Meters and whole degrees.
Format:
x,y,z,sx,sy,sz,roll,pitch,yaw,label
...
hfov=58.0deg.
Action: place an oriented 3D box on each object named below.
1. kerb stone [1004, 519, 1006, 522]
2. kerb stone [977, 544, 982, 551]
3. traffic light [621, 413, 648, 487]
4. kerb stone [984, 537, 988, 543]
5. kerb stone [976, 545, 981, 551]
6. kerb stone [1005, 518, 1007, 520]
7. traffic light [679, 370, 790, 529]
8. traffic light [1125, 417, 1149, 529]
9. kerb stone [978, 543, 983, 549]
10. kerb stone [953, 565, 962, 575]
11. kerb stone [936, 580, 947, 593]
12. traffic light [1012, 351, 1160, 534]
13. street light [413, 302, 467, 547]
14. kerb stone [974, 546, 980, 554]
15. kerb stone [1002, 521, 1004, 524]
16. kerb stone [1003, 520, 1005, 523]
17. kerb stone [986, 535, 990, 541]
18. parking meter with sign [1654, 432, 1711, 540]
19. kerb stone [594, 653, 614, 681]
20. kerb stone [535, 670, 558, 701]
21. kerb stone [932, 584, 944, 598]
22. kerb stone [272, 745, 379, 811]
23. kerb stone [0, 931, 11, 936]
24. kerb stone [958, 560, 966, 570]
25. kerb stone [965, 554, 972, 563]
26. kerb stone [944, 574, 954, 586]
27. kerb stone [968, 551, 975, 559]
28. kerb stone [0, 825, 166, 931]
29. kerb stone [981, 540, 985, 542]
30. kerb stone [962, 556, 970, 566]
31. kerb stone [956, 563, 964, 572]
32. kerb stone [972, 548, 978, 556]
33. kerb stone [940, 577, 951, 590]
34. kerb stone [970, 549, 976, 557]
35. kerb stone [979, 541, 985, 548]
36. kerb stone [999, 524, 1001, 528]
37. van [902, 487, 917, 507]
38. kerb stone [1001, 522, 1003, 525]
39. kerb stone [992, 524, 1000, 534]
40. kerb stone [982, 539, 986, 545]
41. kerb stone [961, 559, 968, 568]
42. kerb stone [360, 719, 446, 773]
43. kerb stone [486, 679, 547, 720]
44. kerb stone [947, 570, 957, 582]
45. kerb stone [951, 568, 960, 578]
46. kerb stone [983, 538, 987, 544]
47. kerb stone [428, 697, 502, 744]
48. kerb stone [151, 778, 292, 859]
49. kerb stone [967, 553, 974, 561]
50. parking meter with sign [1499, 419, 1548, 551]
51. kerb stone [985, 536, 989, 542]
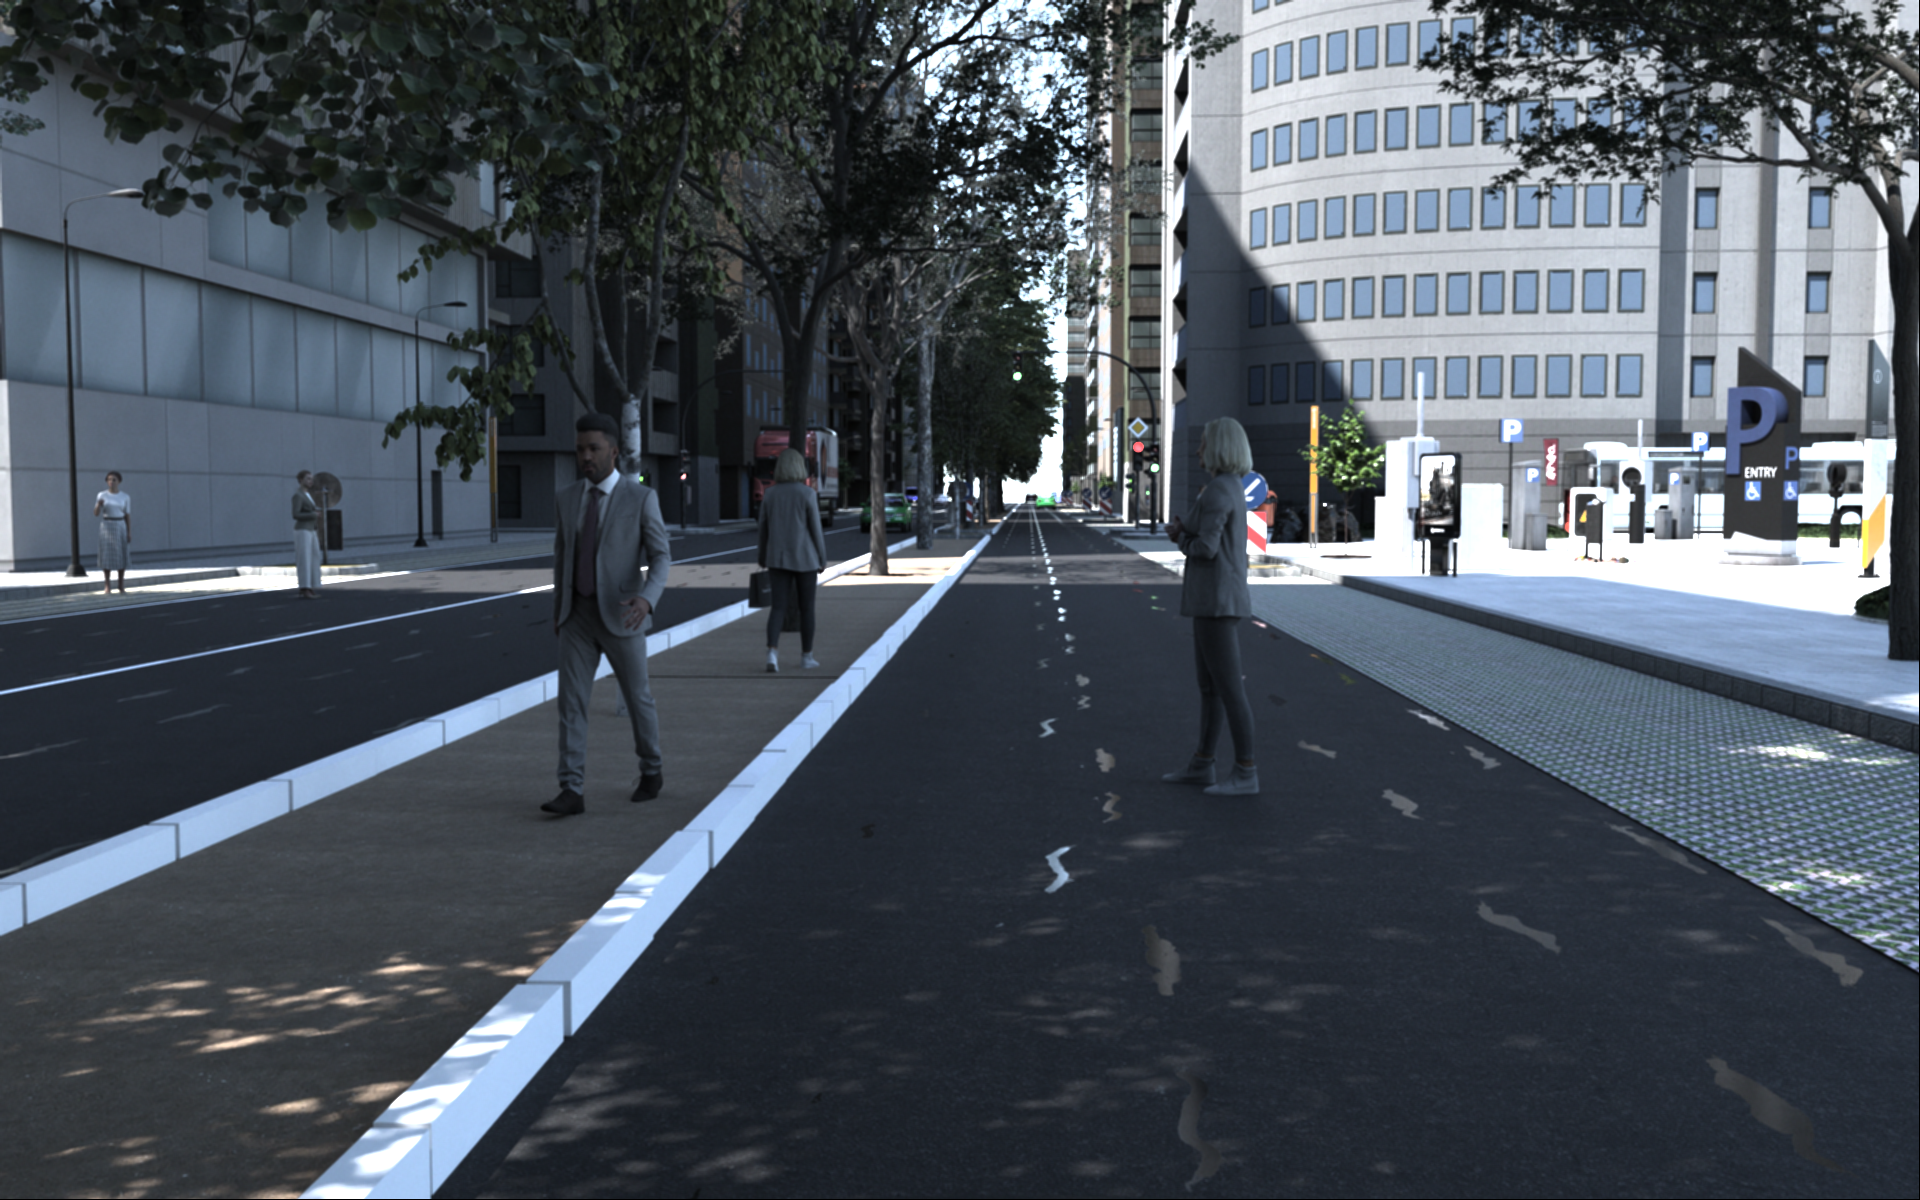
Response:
x,y,z,sx,sy,sz,roll,pitch,yaw,label
1.969,-3.625,81.459,0.120,0.150,1.000,0,4,2,kerb stone
0.402,-1.210,41.999,0.120,0.150,1.000,0,4,2,kerb stone
-10.470,-4.081,55.646,0.839,4.253,0.868,0,4,2,traffic light
0.645,-1.587,48.137,0.120,0.150,1.000,0,4,2,kerb stone
0.356,-1.148,40.969,0.120,0.150,1.000,0,4,2,kerb stone
2.086,-3.811,84.522,0.120,0.150,1.000,0,4,2,kerb stone
-8.059,-5.438,63.577,4.771,5.953,1.251,0,4,2,traffic light
6.446,-4.530,62.983,0.839,4.253,0.868,0,4,2,traffic light
0.444,-1.274,43.020,0.120,0.150,1.000,0,4,2,kerb stone
-0.091,-0.455,29.703,0.120,0.150,1.000,0,4,2,kerb stone
-0.300,-0.143,24.573,0.120,0.150,1.000,0,4,2,kerb stone
4.035,-4.910,54.946,4.771,5.953,1.251,0,4,2,traffic light
-12.582,-4.245,41.947,1.470,5.913,1.316,0,4,2,street light
0.318,-1.085,39.943,0.120,0.150,1.000,0,4,2,kerb stone
1.721,-3.246,75.306,0.120,0.150,1.000,0,4,2,kerb stone
1.846,-3.437,78.383,0.120,0.150,1.000,0,4,2,kerb stone
0.724,-1.712,50.188,0.120,0.150,1.000,0,4,2,kerb stone
20.176,-3.193,48.470,1.738,3.016,0.543,-2,4,-31,parking meter with sign
-2.840,0.538,13.404,0.120,0.150,1.000,0,4,2,kerb stone
-2.884,0.601,12.383,0.120,0.150,1.000,0,4,2,kerb stone
-0.342,-0.079,23.552,0.120,0.150,1.000,0,4,2,kerb stone
-3.037,0.851,8.279,0.120,0.150,1.000,0,4,2,kerb stone
-3.164,1.039,5.202,0.120,0.150,1.000,0,4,2,kerb stone
-0.010,-0.584,31.747,0.120,0.150,1.000,0,4,2,kerb stone
0.116,-0.772,34.818,0.120,0.150,1.000,0,4,2,kerb stone
-0.210,-0.263,26.619,0.120,0.150,1.000,0,4,2,kerb stone
0.195,-0.897,36.869,0.120,0.150,1.000,0,4,2,kerb stone
-3.125,0.979,6.225,0.120,0.150,1.000,0,4,2,kerb stone
0.523,-1.399,45.063,0.120,0.150,1.000,0,4,2,kerb stone
0.073,-0.710,33.797,0.120,0.150,1.000,0,4,2,kerb stone
-0.050,-0.515,30.725,0.120,0.150,1.000,0,4,2,kerb stone
0.281,-1.022,38.912,0.120,0.150,1.000,0,4,2,kerb stone
-0.260,-0.208,25.597,0.120,0.150,1.000,0,4,2,kerb stone
0.230,-0.960,37.891,0.120,0.150,1.000,0,4,2,kerb stone
0.493,-1.336,44.041,0.120,0.150,1.000,0,4,2,kerb stone
1.437,-2.810,68.131,0.120,0.150,1.000,0,4,2,kerb stone
-3.872,-9.014,151.759,2.240,2.365,5.245,0,4,1,van
1.640,-3.123,73.260,0.120,0.150,1.000,0,4,2,kerb stone
1.400,-2.747,67.101,0.120,0.150,1.000,0,4,2,kerb stone
0.560,-1.461,46.085,0.120,0.150,1.000,0,4,2,kerb stone
0.024,-0.641,32.770,0.120,0.150,1.000,0,4,2,kerb stone
-3.005,0.792,9.302,0.120,0.150,1.000,0,4,2,kerb stone
-2.929,0.663,11.362,0.120,0.150,1.000,0,4,2,kerb stone
-0.169,-0.333,27.652,0.120,0.150,1.000,0,4,2,kerb stone
-0.130,-0.393,28.682,0.120,0.150,1.000,0,4,2,kerb stone
0.601,-1.523,47.115,0.120,0.150,1.000,0,4,2,kerb stone
-2.961,0.726,10.325,0.120,0.150,1.000,0,4,2,kerb stone
-3.084,0.915,7.255,0.120,0.150,1.000,0,4,2,kerb stone
0.154,-0.835,35.845,0.120,0.150,1.000,0,4,2,kerb stone
12.883,-2.642,39.458,0.543,3.016,1.738,0,4,-6,parking meter with sign
0.686,-1.650,49.166,0.120,0.150,1.000,0,4,2,kerb stone
